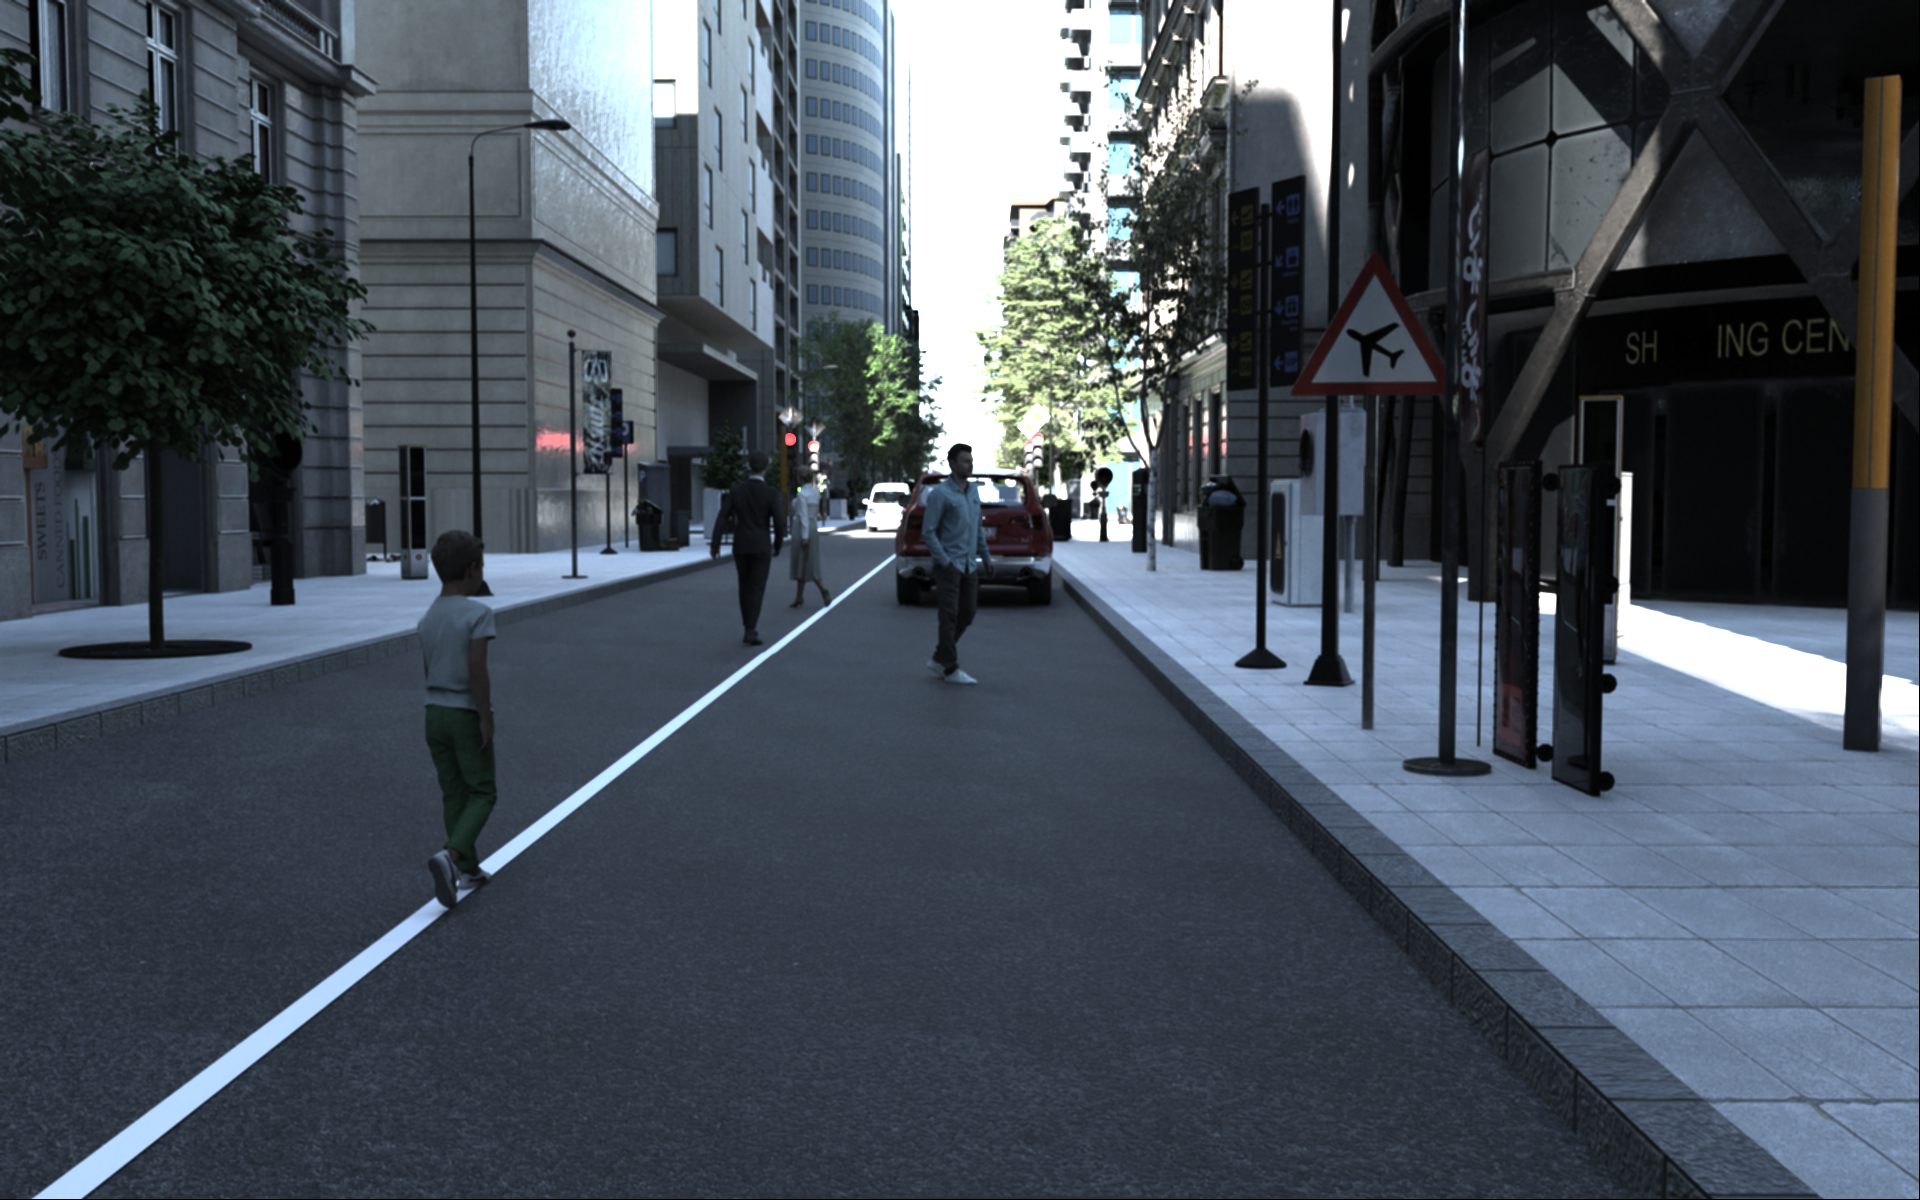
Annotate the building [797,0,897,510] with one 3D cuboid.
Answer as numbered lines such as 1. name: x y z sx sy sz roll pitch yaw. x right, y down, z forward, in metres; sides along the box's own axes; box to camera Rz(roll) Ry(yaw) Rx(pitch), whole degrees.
1. building: -17.681 -38.998 179.610 21.231 58.520 28.212 0 4 0

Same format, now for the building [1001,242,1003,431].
1. building: 17.787 -38.366 281.906 22.147 44.769 28.867 0 4 0

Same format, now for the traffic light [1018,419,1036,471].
1. traffic light: 2.460 -4.478 62.130 0.839 4.253 0.868 0 4 0

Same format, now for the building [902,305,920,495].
1. building: -13.206 -29.900 260.567 14.160 30.474 14.107 0 4 0

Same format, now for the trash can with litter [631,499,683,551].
1. trash can with litter: -6.814 -1.687 38.975 1.055 1.170 0.624 -3 5 -43

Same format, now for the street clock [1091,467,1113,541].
1. street clock: 3.891 -2.588 46.892 0.471 2.002 0.358 -1 4 -16

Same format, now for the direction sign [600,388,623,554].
1. direction sign: -7.532 -2.754 37.031 0.379 3.537 0.876 2 4 34

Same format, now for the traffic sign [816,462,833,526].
1. traffic sign: -5.414 -4.191 68.625 0.768 2.556 0.104 0 4 6

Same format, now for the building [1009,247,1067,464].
1. building: 13.315 -26.417 203.623 14.160 30.474 14.107 0 4 0

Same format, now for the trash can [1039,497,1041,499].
1. trash can: 4.355 -5.350 99.121 0.748 1.137 0.748 0 3 0

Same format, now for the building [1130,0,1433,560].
1. building: 9.834 -10.854 42.096 10.561 19.102 19.286 0 4 0

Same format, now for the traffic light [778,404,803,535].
1. traffic light: -5.270 -3.992 54.195 0.839 4.253 0.868 0 4 0

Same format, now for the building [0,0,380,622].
1. building: -15.489 -10.634 15.674 13.314 21.916 24.055 0 4 0

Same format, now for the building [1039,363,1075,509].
1. building: 22.829 -28.280 154.259 32.217 40.220 23.993 0 4 0

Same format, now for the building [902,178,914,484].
1. building: -18.534 -37.810 237.805 23.786 49.044 30.456 0 4 0

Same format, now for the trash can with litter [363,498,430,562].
1. trash can with litter: -10.864 -1.339 32.955 2.233 1.210 1.678 0 4 8

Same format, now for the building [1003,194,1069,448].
1. building: 18.041 -36.567 252.488 22.147 44.769 28.867 0 4 0

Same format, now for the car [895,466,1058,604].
1. car: 0.234 -0.943 24.084 2.281 1.827 5.304 0 4 2

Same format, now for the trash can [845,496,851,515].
1. trash can: -7.018 -5.737 105.453 0.748 1.137 0.748 0 3 0

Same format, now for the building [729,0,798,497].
1. building: -18.859 -41.133 110.773 20.563 71.187 20.611 0 4 0

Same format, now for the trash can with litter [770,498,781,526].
1. trash can with litter: -7.462 -3.515 68.525 1.678 1.210 2.233 1 4 16

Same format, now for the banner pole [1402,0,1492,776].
1. banner pole: 2.208 -1.083 7.722 0.401 3.779 0.863 1 4 14

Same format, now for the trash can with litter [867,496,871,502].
1. trash can with litter: -6.797 -7.712 137.471 1.055 1.170 0.624 -1 4 -18

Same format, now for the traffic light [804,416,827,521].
1. traffic light: -5.201 -4.481 62.180 0.839 4.253 0.868 0 4 0

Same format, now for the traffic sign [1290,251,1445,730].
1. traffic sign: 2.226 -0.574 9.386 0.884 2.594 0.081 0 4 4

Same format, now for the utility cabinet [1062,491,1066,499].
1. utility cabinet: 8.409 -7.615 133.186 1.173 1.500 0.318 0 4 -3

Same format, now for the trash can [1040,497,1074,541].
1. trash can: 2.730 -2.166 47.070 0.748 1.137 0.748 0 3 0

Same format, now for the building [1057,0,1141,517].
1. building: 17.587 -29.846 107.590 23.786 49.044 30.456 0 4 0

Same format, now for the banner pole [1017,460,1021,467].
1. banner pole: 3.008 -6.029 88.594 0.401 3.779 0.863 -1 4 -17

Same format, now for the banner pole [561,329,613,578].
1. banner pole: -5.701 -2.233 26.519 0.863 3.779 0.401 -2 4 -32

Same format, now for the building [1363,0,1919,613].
1. building: 14.053 -9.578 24.055 16.820 18.784 16.811 0 4 0

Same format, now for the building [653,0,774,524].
1. building: -22.953 -29.788 76.269 28.713 52.752 27.495 0 4 0

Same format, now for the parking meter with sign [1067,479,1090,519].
1. parking meter with sign: 5.958 -5.751 90.292 1.738 3.016 0.543 1 4 18

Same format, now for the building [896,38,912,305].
1. building: -15.852 -51.320 277.337 20.563 71.187 20.611 0 4 0

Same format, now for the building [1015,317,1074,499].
1. building: 19.980 -20.632 182.376 27.650 21.520 28.899 0 4 0

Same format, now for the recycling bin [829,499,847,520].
1. recycling bin: -6.162 -4.588 87.561 0.722 1.027 0.722 1 4 18

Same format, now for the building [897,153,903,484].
1. building: -13.983 -31.690 201.722 14.154 41.232 14.086 0 4 0

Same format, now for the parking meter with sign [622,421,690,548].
1. parking meter with sign: -7.382 -2.794 41.941 1.738 3.016 0.543 -3 5 -44

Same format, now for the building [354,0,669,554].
1. building: -23.272 -12.886 43.962 30.059 22.955 16.112 0 4 0

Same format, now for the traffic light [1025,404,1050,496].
1. traffic light: 2.391 -3.989 54.145 0.839 4.253 0.868 0 4 0

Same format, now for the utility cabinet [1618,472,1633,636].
1. utility cabinet: 5.632 -0.401 15.238 0.318 1.500 1.173 2 4 33

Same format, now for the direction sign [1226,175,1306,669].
1. direction sign: 2.237 -1.271 12.781 0.379 3.537 0.876 -2 4 -28

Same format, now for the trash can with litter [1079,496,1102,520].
1. trash can with litter: 6.530 -4.613 86.804 1.055 1.170 0.624 -1 4 -12
